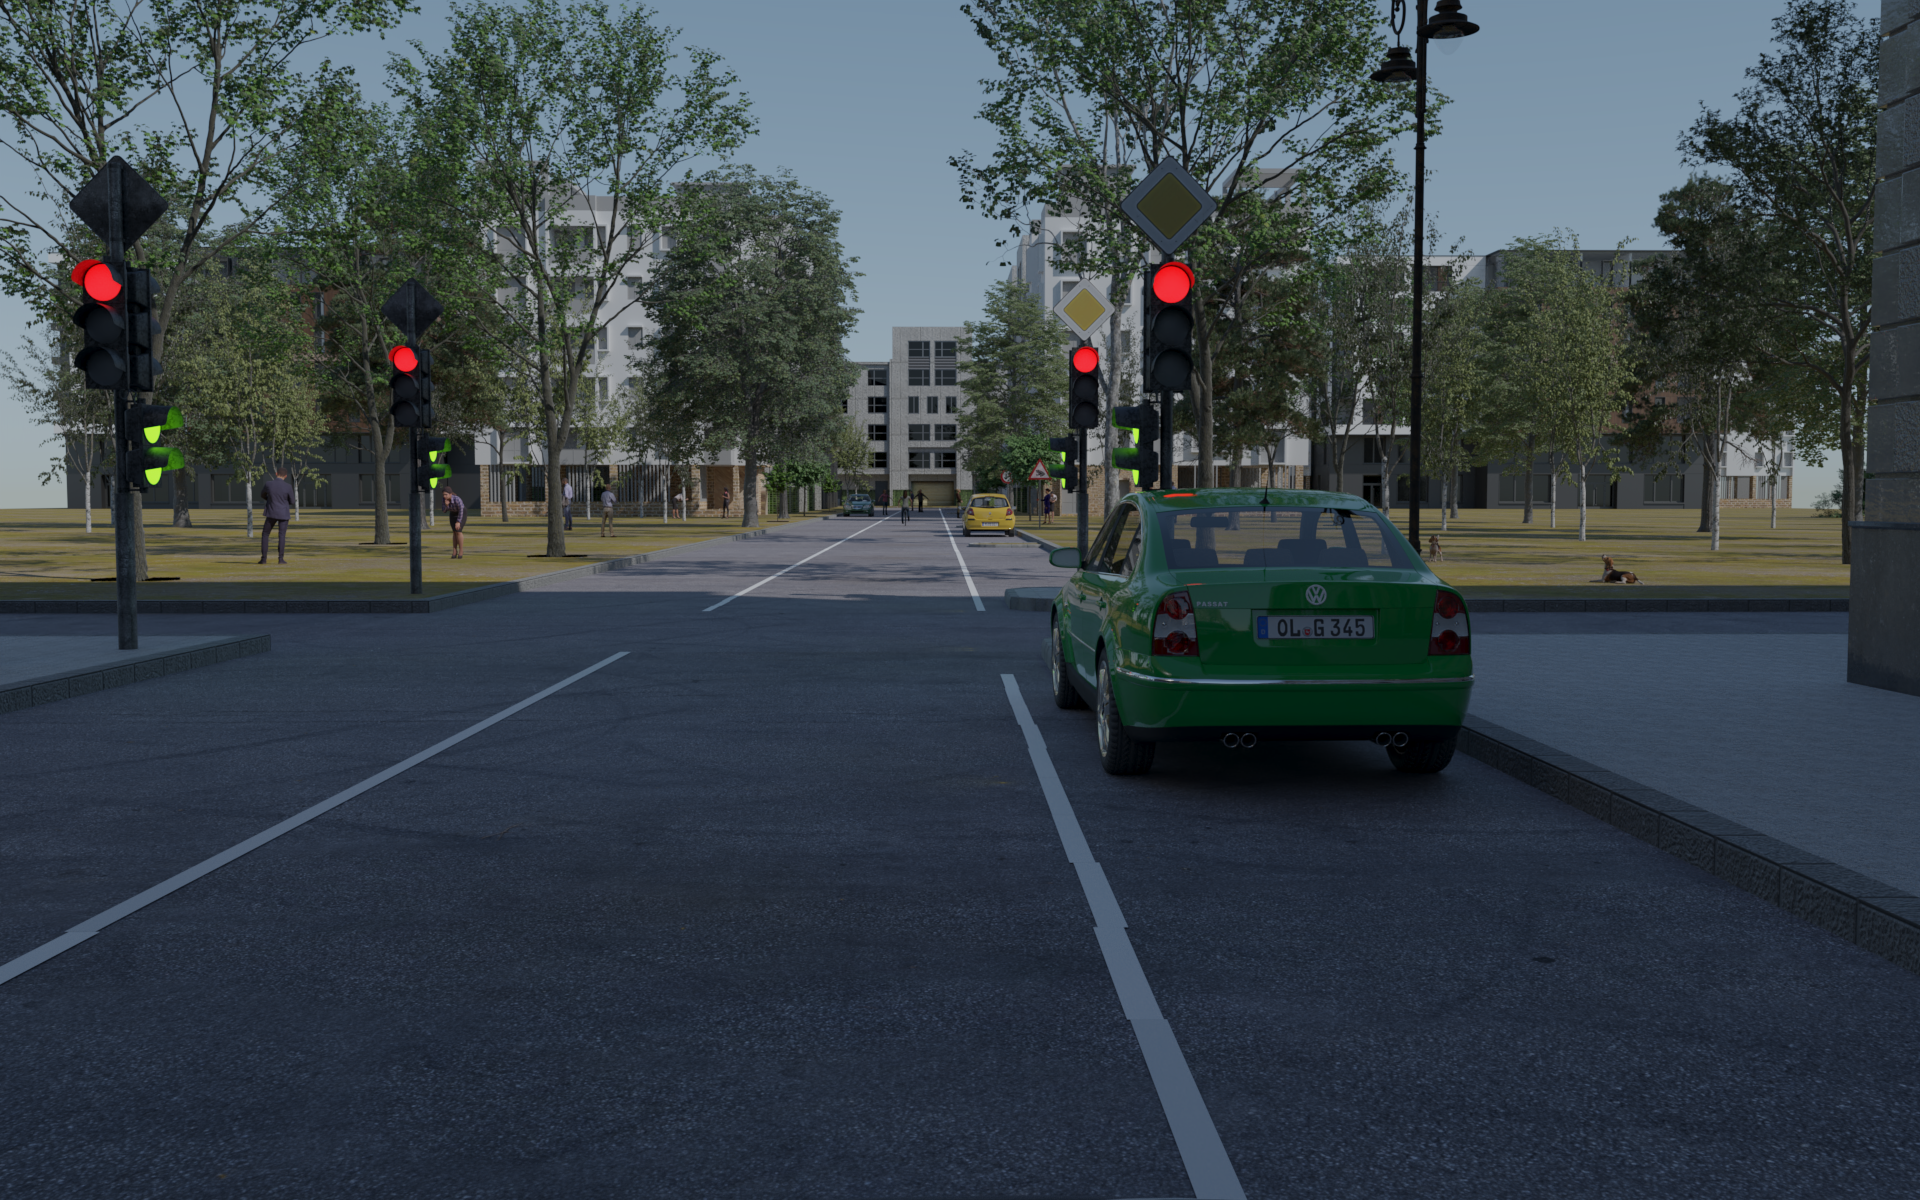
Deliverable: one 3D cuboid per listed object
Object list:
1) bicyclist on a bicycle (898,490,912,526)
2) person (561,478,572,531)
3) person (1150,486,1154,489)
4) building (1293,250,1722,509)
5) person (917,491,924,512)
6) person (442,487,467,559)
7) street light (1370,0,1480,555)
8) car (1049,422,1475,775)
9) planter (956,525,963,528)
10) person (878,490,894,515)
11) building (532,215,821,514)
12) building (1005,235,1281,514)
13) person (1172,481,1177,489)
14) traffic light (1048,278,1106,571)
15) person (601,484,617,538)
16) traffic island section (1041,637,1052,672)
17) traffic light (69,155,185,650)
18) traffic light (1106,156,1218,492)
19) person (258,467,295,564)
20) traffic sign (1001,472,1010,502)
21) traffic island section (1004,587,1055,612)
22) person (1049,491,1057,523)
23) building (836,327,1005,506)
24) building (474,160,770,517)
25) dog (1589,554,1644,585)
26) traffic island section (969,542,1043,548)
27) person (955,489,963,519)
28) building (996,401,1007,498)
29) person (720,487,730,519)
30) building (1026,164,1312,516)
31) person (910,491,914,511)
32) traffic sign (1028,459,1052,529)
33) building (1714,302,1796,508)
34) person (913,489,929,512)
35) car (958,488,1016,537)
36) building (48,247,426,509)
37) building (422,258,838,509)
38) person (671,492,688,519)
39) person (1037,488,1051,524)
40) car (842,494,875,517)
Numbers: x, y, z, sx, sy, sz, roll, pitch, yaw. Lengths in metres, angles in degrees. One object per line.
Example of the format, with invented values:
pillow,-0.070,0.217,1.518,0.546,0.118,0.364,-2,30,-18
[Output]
bicyclist on a bicycle,-2.466,-4.159,78.017,1.499,1.676,1.625,0,4,-2
person,-13.908,-3.352,60.712,0.599,1.838,0.709,0,4,3
person,3.914,-1.703,35.848,0.435,1.587,0.963,-2,4,-26
building,48.279,-19.265,158.963,32.646,21.610,27.936,0,4,-1
person,-3.105,-7.846,137.497,0.721,1.743,1.217,1,4,20
person,-9.993,-1.526,34.224,0.421,1.427,0.697,1,4,12
street light,3.709,-2.522,14.027,0.468,5.910,1.993,0,4,-1
car,1.558,-0.088,10.230,1.959,1.807,4.718,0,4,-2
planter,0.828,-3.243,74.165,1.991,0.319,1.994,0,4,-1
person,-5.064,-6.655,118.035,1.217,1.743,0.721,-2,4,-35
building,-19.517,-15.851,125.626,16.747,18.905,31.486,0,4,-1
building,12.506,-15.938,127.038,16.747,18.905,31.486,0,4,-1
person,9.163,-4.258,75.531,0.599,1.838,0.709,2,4,29
traffic light,1.571,-2.025,22.346,0.839,4.213,0.868,0,4,-1
person,-10.407,-2.636,51.208,0.516,1.574,0.319,2,4,26
traffic island section,1.733,0.477,14.475,2.009,0.180,2.903,0,4,-1
traffic light,-6.867,-1.527,14.216,0.839,4.213,0.868,0,4,-1
traffic light,1.693,-1.536,14.362,0.839,4.213,0.868,0,4,-1
person,-12.544,-1.546,31.764,0.683,1.767,0.568,-1,4,-14
traffic sign,2.421,-5.312,86.954,0.768,2.556,0.104,0,4,7
traffic island section,1.611,-0.011,22.460,2.009,0.180,2.903,0,4,-1
person,4.048,-4.155,77.171,0.628,1.438,0.799,-2,4,-34
building,-7.265,-19.872,191.366,31.486,18.905,16.747,0,4,-1
building,-19.524,-15.091,103.157,16.016,20.091,11.380,0,4,-1
dog,9.440,-0.437,24.882,0.550,0.427,0.748,0,4,-7
traffic island section,1.231,-1.490,47.231,1.991,0.108,1.994,0,4,-1
person,0.000,-5.648,101.360,0.721,1.766,1.217,-1,4,-9
building,8.320,-13.147,157.098,9.099,9.664,28.070,0,4,-1
person,-12.245,-5.051,90.098,0.593,1.643,0.415,1,4,18
building,12.115,-15.226,105.360,16.016,20.091,11.380,0,4,-1
person,-4.067,-8.395,146.675,0.530,1.710,0.541,2,4,35
traffic sign,2.929,-3.889,63.583,0.884,2.594,0.081,0,4,2
building,70.207,-18.857,164.729,11.380,20.091,16.016,0,4,-1
person,-3.079,-7.781,135.855,1.348,1.807,0.705,-1,4,-16
car,0.955,-2.994,59.170,2.015,1.641,3.980,0,4,-1
building,-60.678,-19.154,157.147,32.646,21.610,27.936,0,4,-1
building,-28.036,-19.184,157.626,32.646,21.610,27.936,0,4,-1
person,-14.515,-4.907,89.465,0.628,1.438,0.799,2,4,30
person,3.594,-3.981,73.506,0.546,1.535,0.453,-2,4,-33
car,-6.422,-6.006,109.990,2.131,1.459,4.920,0,4,-1
